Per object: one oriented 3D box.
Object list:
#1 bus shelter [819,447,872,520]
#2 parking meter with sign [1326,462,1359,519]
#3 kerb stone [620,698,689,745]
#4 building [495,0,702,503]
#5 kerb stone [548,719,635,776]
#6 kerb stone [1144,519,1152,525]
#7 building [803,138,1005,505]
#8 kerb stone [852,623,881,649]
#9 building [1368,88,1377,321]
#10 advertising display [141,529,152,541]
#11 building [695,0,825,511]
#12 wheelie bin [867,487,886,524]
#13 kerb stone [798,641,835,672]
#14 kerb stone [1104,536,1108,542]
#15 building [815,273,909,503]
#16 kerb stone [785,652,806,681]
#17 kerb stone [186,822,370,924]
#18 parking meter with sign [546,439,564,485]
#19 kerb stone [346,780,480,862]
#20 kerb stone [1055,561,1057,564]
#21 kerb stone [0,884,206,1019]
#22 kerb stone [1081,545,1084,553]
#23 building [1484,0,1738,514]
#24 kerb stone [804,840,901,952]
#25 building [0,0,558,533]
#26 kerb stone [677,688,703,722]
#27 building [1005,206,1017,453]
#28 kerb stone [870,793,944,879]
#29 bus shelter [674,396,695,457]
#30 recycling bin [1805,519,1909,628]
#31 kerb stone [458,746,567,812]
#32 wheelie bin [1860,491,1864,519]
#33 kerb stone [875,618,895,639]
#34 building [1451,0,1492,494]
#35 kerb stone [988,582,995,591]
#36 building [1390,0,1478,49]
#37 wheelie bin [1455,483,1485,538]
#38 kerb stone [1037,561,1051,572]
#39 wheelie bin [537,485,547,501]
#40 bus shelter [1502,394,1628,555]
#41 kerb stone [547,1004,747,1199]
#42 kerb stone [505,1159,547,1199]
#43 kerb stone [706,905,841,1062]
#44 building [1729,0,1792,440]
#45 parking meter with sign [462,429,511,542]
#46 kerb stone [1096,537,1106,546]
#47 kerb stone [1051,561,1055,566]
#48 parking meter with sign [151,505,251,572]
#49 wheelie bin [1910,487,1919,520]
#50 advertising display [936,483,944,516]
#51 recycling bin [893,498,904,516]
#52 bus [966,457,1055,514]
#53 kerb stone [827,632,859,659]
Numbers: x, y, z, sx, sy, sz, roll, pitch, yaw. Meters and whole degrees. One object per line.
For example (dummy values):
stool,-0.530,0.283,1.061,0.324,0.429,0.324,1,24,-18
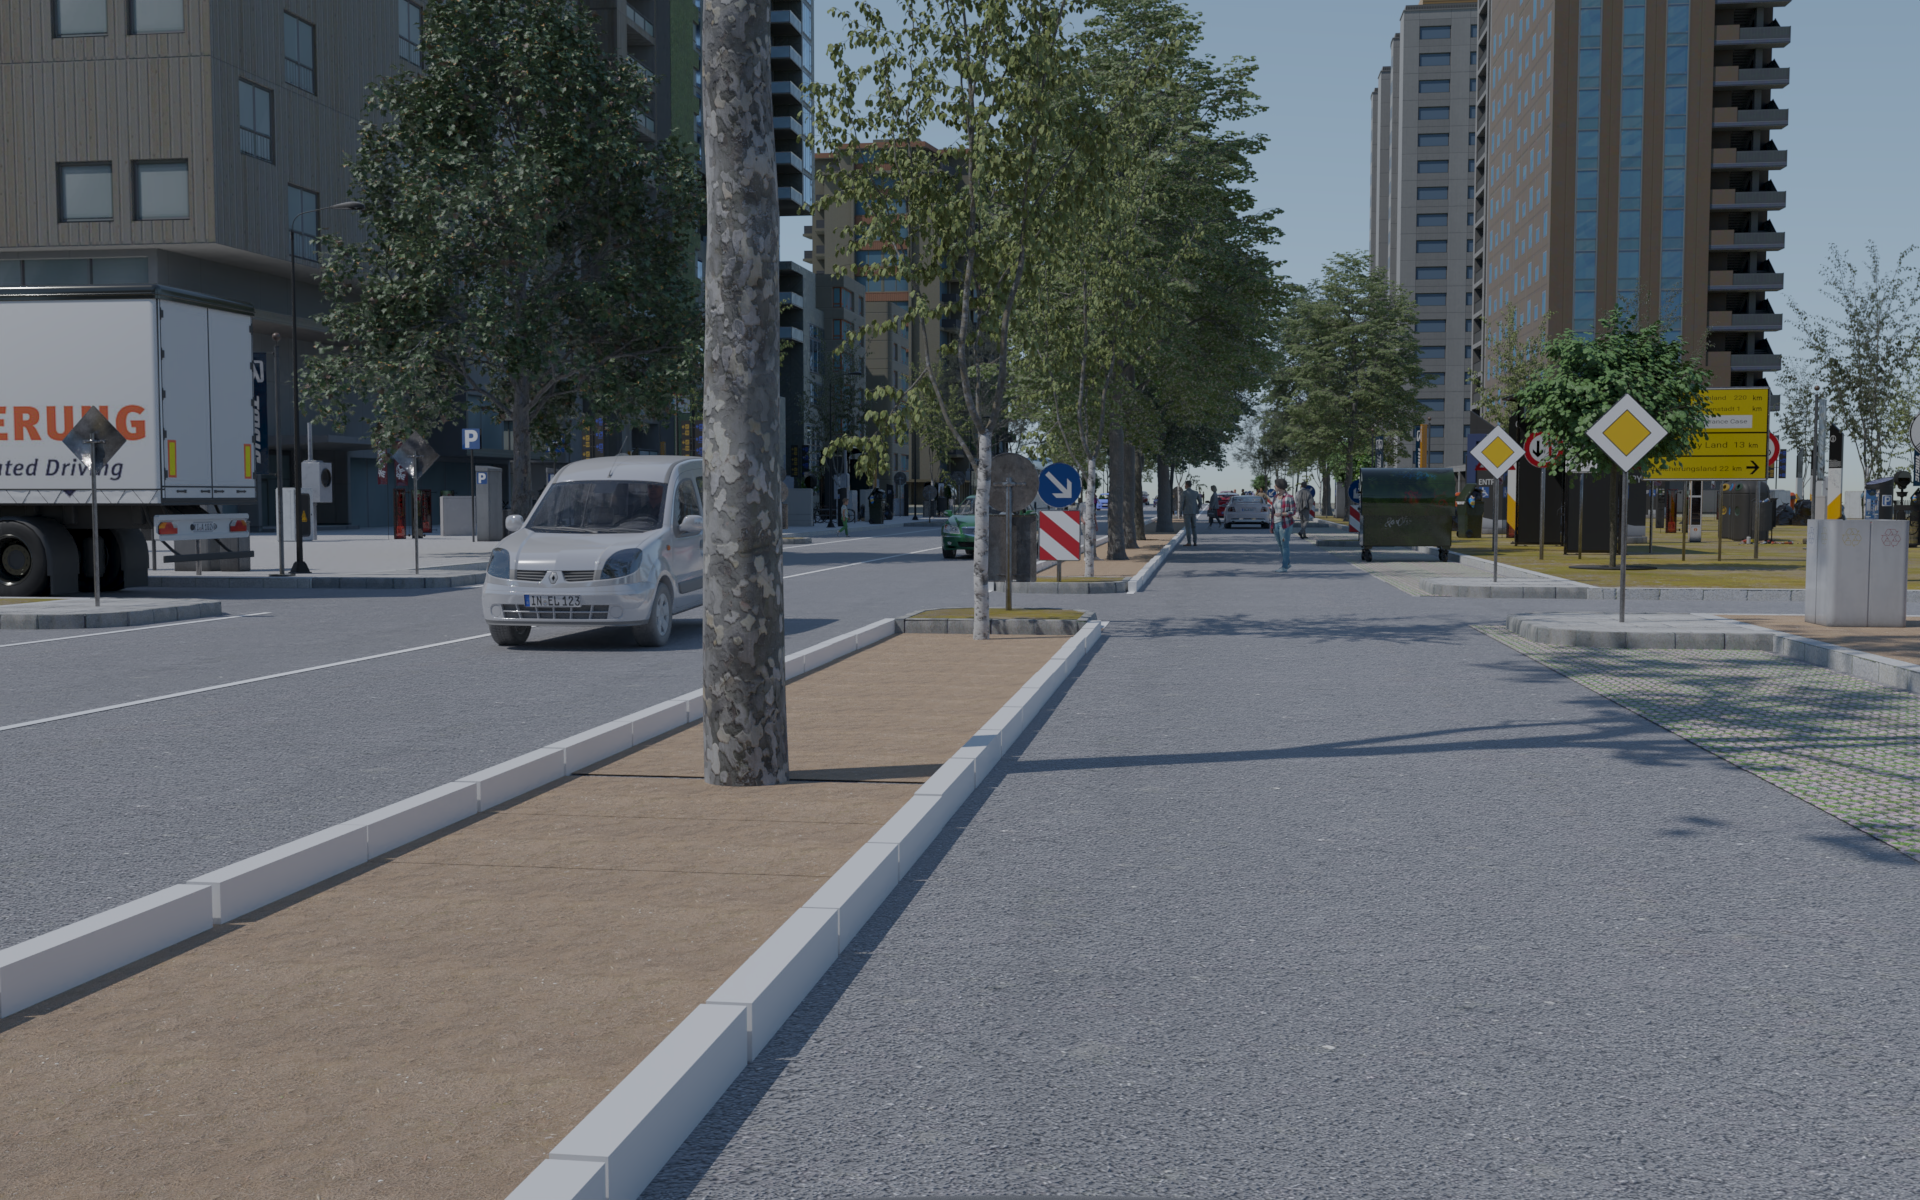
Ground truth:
bus shelter,-5.723,-5.974,88.965,1.731,3.624,6.357,1,4,8
parking meter with sign,20.113,-5.791,90.940,1.738,3.016,0.543,0,4,7
kerb stone,-1.831,0.731,10.276,0.120,0.150,1.000,1,4,8
building,-22.693,-25.004,92.403,14.154,41.232,14.086,1,4,8
kerb stone,-1.979,0.791,9.264,0.120,0.150,1.000,1,4,8
kerb stone,9.099,-3.770,83.837,0.120,0.150,1.000,1,4,8
building,-7.447,-34.335,216.008,22.147,44.769,28.867,1,4,8
kerb stone,-0.924,0.358,16.350,0.120,0.150,1.000,1,4,8
building,67.061,-42.604,238.573,21.231,58.520,28.212,1,4,8
advertising display,-22.270,-2.585,47.484,0.974,1.923,0.123,-1,4,-13
building,-21.963,-49.378,120.001,22.319,86.520,31.000,1,4,8
wheelie bin,-3.547,-4.053,74.181,0.693,1.594,0.980,1,4,11
kerb stone,-1.224,0.482,14.322,0.120,0.150,1.000,1,4,8
kerb stone,4.127,-1.722,50.401,0.120,0.150,1.000,1,4,8
building,-20.667,-18.795,152.330,27.650,21.520,28.899,1,4,8
kerb stone,-1.377,0.543,13.311,0.120,0.150,1.000,1,4,8
kerb stone,-2.429,0.977,6.223,0.120,0.150,1.000,1,4,8
parking meter with sign,-11.815,-3.318,50.505,0.543,3.016,1.738,-1,4,-14
kerb stone,-2.286,0.919,7.236,0.120,0.150,1.000,1,4,8
kerb stone,1.879,-0.796,35.207,0.120,0.150,1.000,1,4,8
kerb stone,-2.585,1.040,5.196,0.120,0.150,1.000,1,4,8
kerb stone,3.235,-1.351,44.333,0.120,0.150,1.000,1,4,8
building,47.447,-29.266,128.617,14.600,45.320,14.200,1,4,8
kerb stone,-0.360,1.001,5.889,0.120,0.150,1.000,1,4,8
building,-33.228,-29.072,64.560,28.713,52.752,27.495,1,4,8
kerb stone,-1.672,0.668,11.286,0.120,0.150,1.000,1,4,8
building,-3.663,-36.083,244.576,22.147,44.769,28.867,1,4,8
kerb stone,-0.210,0.941,6.901,0.120,0.150,1.000,1,4,8
bus shelter,-8.891,-5.296,64.216,2.179,5.291,8.768,1,4,8
recycling bin,8.778,-0.270,16.971,0.722,1.027,0.722,1,4,8
kerb stone,-2.131,0.855,8.250,0.120,0.150,1.000,1,4,8
wheelie bin,42.084,-4.414,80.082,0.980,1.594,0.693,-1,4,-21
kerb stone,-0.781,0.296,17.363,0.120,0.150,1.000,1,4,8
building,52.916,-43.220,144.899,20.563,71.187,20.611,1,4,8
kerb stone,0.509,-0.236,26.059,0.120,0.150,1.000,1,4,8
building,62.826,-40.886,210.492,21.231,58.520,28.212,1,4,8
wheelie bin,14.899,-2.609,50.557,0.693,1.594,0.980,-1,4,-10
kerb stone,1.580,-0.670,33.181,0.120,0.150,1.000,1,4,8
wheelie bin,-13.835,-3.081,58.290,0.693,1.594,0.980,-2,4,-35
bus shelter,13.683,-2.941,39.372,1.731,3.624,6.357,1,4,8
kerb stone,-0.667,1.122,3.859,0.120,0.150,1.000,1,4,8
kerb stone,-0.813,1.184,2.843,0.120,0.150,1.000,1,4,8
kerb stone,-0.510,1.060,4.870,0.120,0.150,1.000,1,4,8
building,44.994,-28.412,114.652,14.600,45.320,14.200,1,4,8
parking meter with sign,-12.748,-3.102,46.984,0.543,3.016,1.738,1,4,18
kerb stone,3.988,-1.663,49.387,0.120,0.150,1.000,1,4,8
kerb stone,1.719,-0.733,34.198,0.120,0.150,1.000,1,4,8
parking meter with sign,-12.690,-1.990,28.792,1.738,3.016,0.543,1,4,10
wheelie bin,44.930,-4.481,81.167,0.693,1.594,0.980,2,4,34
advertising display,-1.106,-5.670,97.911,0.123,1.923,0.974,1,4,20
recycling bin,-3.495,-5.417,101.122,0.722,1.027,0.722,-1,4,-11
bus,2.607,-5.331,82.025,2.948,3.499,13.247,1,4,9
kerb stone,-1.083,0.420,15.336,0.120,0.150,1.000,1,4,8
